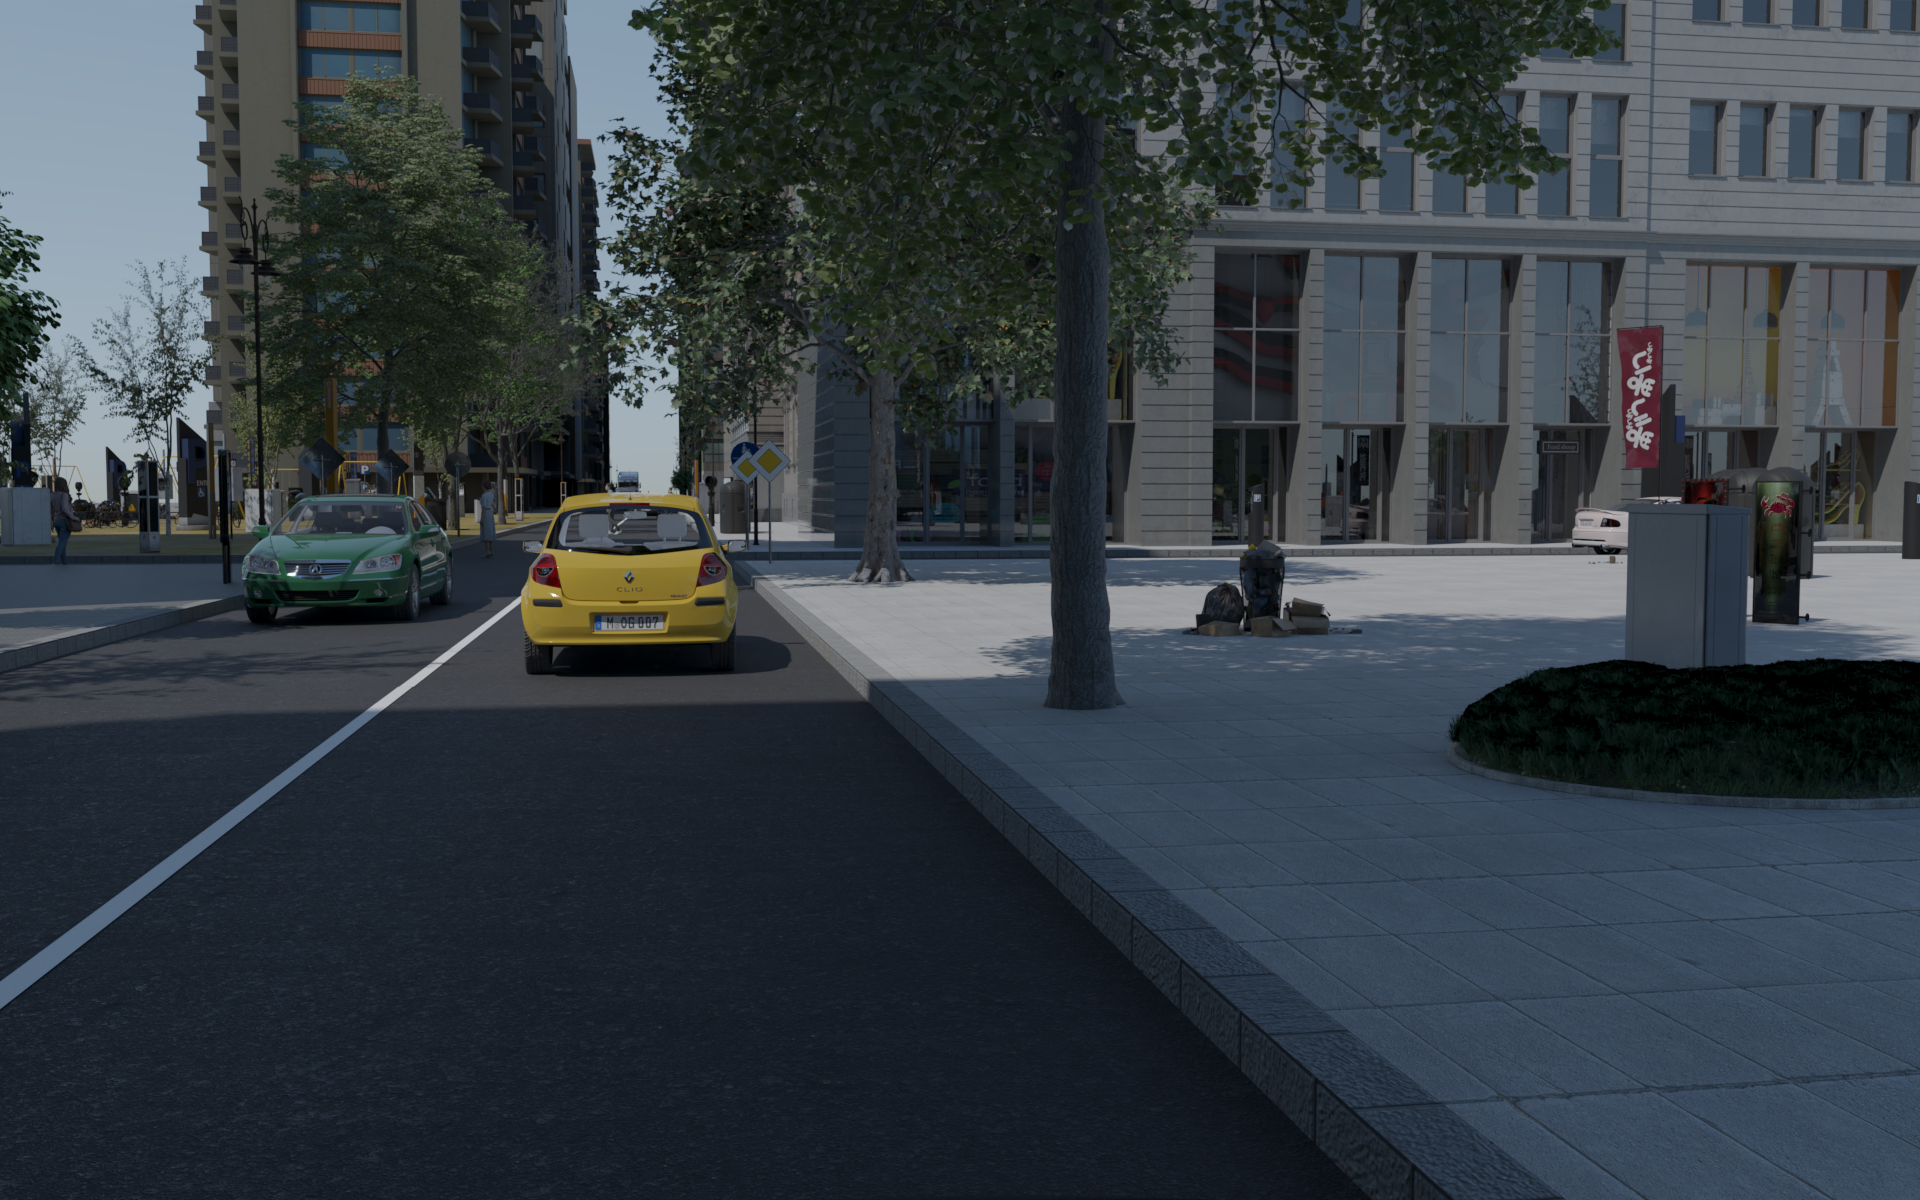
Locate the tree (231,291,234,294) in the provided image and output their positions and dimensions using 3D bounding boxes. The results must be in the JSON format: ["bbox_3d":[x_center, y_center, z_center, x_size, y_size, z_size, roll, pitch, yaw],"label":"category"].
[{"bbox_3d":[-15.126,-7.847,46.428,7.486,12.596,7.792,0,3,0],"label":"tree"}]

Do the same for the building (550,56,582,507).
[{"bbox_3d":[-45.462,-32.003,173.360,14.600,45.320,14.200,-1,4,-10],"label":"building"}]

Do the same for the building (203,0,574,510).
[{"bbox_3d":[-48.346,-34.387,151.462,28.713,52.752,27.495,-1,4,-10],"label":"building"}]

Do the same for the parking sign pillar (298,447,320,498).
[{"bbox_3d":[-31.639,-5.854,84.191,1.447,3.967,1.447,3,5,42],"label":"parking sign pillar"}]

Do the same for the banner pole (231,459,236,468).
[{"bbox_3d":[-45.325,-7.187,107.532,0.863,3.779,0.401,-1,4,-16],"label":"banner pole"}]

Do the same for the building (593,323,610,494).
[{"bbox_3d":[-59.608,-29.754,258.175,14.160,30.474,14.107,-1,4,-10],"label":"building"}]

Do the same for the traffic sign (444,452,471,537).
[{"bbox_3d":[-15.044,-3.168,51.906,0.768,2.556,0.104,-1,4,-9],"label":"traffic sign"}]

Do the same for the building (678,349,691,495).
[{"bbox_3d":[-35.912,-30.142,264.521,14.160,30.474,14.107,-1,4,-10],"label":"building"}]

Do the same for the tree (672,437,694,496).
[{"bbox_3d":[-32.205,-15.600,205.426,4.360,8.622,3.978,0,3,0],"label":"tree"}]

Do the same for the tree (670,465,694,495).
[{"bbox_3d":[-31.452,-13.032,196.794,4.285,4.588,4.351,0,3,0],"label":"tree"}]

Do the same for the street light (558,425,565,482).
[{"bbox_3d":[-26.281,-8.656,114.320,0.468,5.910,1.993,-1,4,-10],"label":"street light"}]

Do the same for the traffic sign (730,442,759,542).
[{"bbox_3d":[-5.183,-2.568,42.092,0.768,2.556,0.104,0,4,-2],"label":"traffic sign"}]

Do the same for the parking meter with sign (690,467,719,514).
[{"bbox_3d":[-16.317,-7.008,110.838,1.738,3.016,0.543,1,4,8],"label":"parking meter with sign"}]

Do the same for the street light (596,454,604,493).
[{"bbox_3d":[-38.666,-12.992,185.206,0.468,5.910,1.993,-1,4,-10],"label":"street light"}]

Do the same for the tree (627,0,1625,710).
[{"bbox_3d":[0.897,-5.602,9.713,7.486,12.596,7.792,0,3,0],"label":"tree"}]

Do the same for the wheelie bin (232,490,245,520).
[{"bbox_3d":[-36.250,-4.840,87.040,0.693,1.594,0.980,1,4,17],"label":"wheelie bin"}]

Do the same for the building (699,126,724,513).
[{"bbox_3d":[-11.685,-21.600,124.864,14.160,30.474,14.107,-1,4,-10],"label":"building"}]

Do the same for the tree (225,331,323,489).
[{"bbox_3d":[-29.965,-7.657,75.552,4.737,8.622,4.395,0,3,0],"label":"tree"}]

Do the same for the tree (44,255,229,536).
[{"bbox_3d":[-24.457,-6.262,52.750,4.360,8.622,3.978,0,3,0],"label":"tree"}]

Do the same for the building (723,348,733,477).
[{"bbox_3d":[-8.962,-15.369,106.042,10.420,20.320,16.860,-1,4,-10],"label":"building"}]

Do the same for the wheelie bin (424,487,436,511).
[{"bbox_3d":[-24.835,-4.460,80.823,0.693,1.594,0.980,-1,4,-9],"label":"wheelie bin"}]

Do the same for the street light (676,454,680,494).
[{"bbox_3d":[-30.364,-13.196,188.535,0.468,5.910,1.993,-1,4,-10],"label":"street light"}]

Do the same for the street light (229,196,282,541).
[{"bbox_3d":[-11.022,-3.330,27.228,0.468,5.910,1.993,-1,4,-10],"label":"street light"}]

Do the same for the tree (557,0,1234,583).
[{"bbox_3d":[-1.047,-6.618,25.213,9.611,12.733,9.660,0,3,0],"label":"tree"}]

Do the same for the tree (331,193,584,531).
[{"bbox_3d":[-18.006,-8.267,60.918,9.928,11.665,9.643,0,3,0],"label":"tree"}]

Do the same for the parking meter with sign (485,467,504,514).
[{"bbox_3d":[-29.660,-6.928,109.541,1.738,3.016,0.543,0,4,-8],"label":"parking meter with sign"}]

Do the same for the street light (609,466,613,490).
[{"bbox_3d":[-46.570,-15.807,231.237,0.468,5.910,1.993,-1,4,-10],"label":"street light"}]

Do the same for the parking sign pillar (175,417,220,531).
[{"bbox_3d":[-27.026,-4.454,61.302,1.447,3.967,1.447,1,4,23],"label":"parking sign pillar"}]

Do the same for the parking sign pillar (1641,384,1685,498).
[{"bbox_3d":[17.530,-3.347,43.203,1.447,3.967,1.447,0,4,-7],"label":"parking sign pillar"}]

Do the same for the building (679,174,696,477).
[{"bbox_3d":[-24.951,-34.784,223.337,22.147,44.769,28.867,-1,4,-10],"label":"building"}]

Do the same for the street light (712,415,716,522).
[{"bbox_3d":[-11.189,-6.462,78.442,0.468,5.910,1.993,-1,4,-10],"label":"street light"}]

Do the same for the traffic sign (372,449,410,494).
[{"bbox_3d":[-12.602,-2.126,38.404,0.795,2.450,0.064,-1,4,-10],"label":"traffic sign"}]

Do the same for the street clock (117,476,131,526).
[{"bbox_3d":[-33.740,-4.000,69.974,0.471,2.002,0.358,-3,5,-39],"label":"street clock"}]

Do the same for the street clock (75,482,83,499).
[{"bbox_3d":[-52.267,-6.006,102.770,0.358,2.002,0.471,0,4,0],"label":"street clock"}]

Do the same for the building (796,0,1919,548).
[{"bbox_3d":[10.603,-16.545,48.005,29.804,29.767,11.434,-1,4,-10],"label":"building"}]

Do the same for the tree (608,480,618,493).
[{"bbox_3d":[-47.726,-14.877,237.834,1.663,3.219,1.824,0,3,0],"label":"tree"}]

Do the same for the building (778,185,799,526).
[{"bbox_3d":[0.050,-17.090,66.814,14.401,28.519,23.554,-1,4,-10],"label":"building"}]

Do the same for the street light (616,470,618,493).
[{"bbox_3d":[-52.864,-18.000,267.093,0.468,5.910,1.993,-1,4,-10],"label":"street light"}]

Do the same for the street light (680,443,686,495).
[{"bbox_3d":[-24.321,-11.054,153.516,0.468,5.910,1.993,-1,4,-10],"label":"street light"}]

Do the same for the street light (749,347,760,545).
[{"bbox_3d":[-5.121,-4.314,43.318,0.468,5.910,1.993,-1,4,-10],"label":"street light"}]

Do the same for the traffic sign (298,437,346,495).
[{"bbox_3d":[-11.234,-1.645,30.537,0.795,2.450,0.064,-1,4,-10],"label":"traffic sign"}]

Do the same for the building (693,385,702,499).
[{"bbox_3d":[-12.918,-20.266,176.388,27.650,21.520,28.899,-1,4,-10],"label":"building"}]

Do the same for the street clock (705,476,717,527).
[{"bbox_3d":[-9.808,-3.898,68.304,0.471,2.002,0.358,2,4,33],"label":"street clock"}]

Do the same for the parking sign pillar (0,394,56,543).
[{"bbox_3d":[-24.634,-3.489,45.511,1.447,3.967,1.447,-2,4,-29],"label":"parking sign pillar"}]

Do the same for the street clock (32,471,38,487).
[{"bbox_3d":[-28.467,-2.962,52.999,0.358,2.002,0.471,3,5,45],"label":"street clock"}]

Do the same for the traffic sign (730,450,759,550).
[{"bbox_3d":[-4.870,-2.207,39.724,0.795,2.450,0.064,-1,4,-10],"label":"traffic sign"}]

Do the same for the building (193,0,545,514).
[{"bbox_3d":[-41.381,-28.705,123.958,22.147,44.769,28.867,-1,4,-10],"label":"building"}]

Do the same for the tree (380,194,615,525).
[{"bbox_3d":[-19.319,-9.896,72.164,12.009,13.543,11.850,0,3,0],"label":"tree"}]

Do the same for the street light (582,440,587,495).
[{"bbox_3d":[-32.339,-10.798,149.337,0.468,5.910,1.993,-1,4,-10],"label":"street light"}]

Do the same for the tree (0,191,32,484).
[{"bbox_3d":[-22.571,-5.406,38.755,4.737,8.622,4.395,0,3,0],"label":"tree"}]

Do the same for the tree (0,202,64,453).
[{"bbox_3d":[-10.258,-1.995,16.334,4.285,4.588,4.351,0,3,0],"label":"tree"}]

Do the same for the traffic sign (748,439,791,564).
[{"bbox_3d":[-3.502,-1.726,31.857,0.795,2.450,0.064,-1,4,-10],"label":"traffic sign"}]

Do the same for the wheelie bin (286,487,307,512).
[{"bbox_3d":[-31.034,-4.471,81.001,0.980,1.594,0.693,0,4,-7],"label":"wheelie bin"}]

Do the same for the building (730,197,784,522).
[{"bbox_3d":[-6.538,-14.579,87.525,9.793,20.994,18.267,-1,4,-10],"label":"building"}]

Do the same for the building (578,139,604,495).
[{"bbox_3d":[-54.732,-33.798,207.214,22.147,44.769,28.867,-1,4,-10],"label":"building"}]

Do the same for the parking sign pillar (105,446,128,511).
[{"bbox_3d":[-47.939,-6.732,98.532,1.447,3.967,1.447,1,4,12],"label":"parking sign pillar"}]

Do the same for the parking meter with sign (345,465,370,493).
[{"bbox_3d":[-30.413,-5.540,86.844,1.738,3.016,0.543,-1,4,-14],"label":"parking meter with sign"}]

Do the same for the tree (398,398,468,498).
[{"bbox_3d":[-31.744,-9.469,105.183,4.737,8.622,4.395,0,3,0],"label":"tree"}]

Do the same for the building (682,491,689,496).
[{"bbox_3d":[-29.586,-49.452,246.789,20.563,71.187,20.611,-1,4,-10],"label":"building"}]
